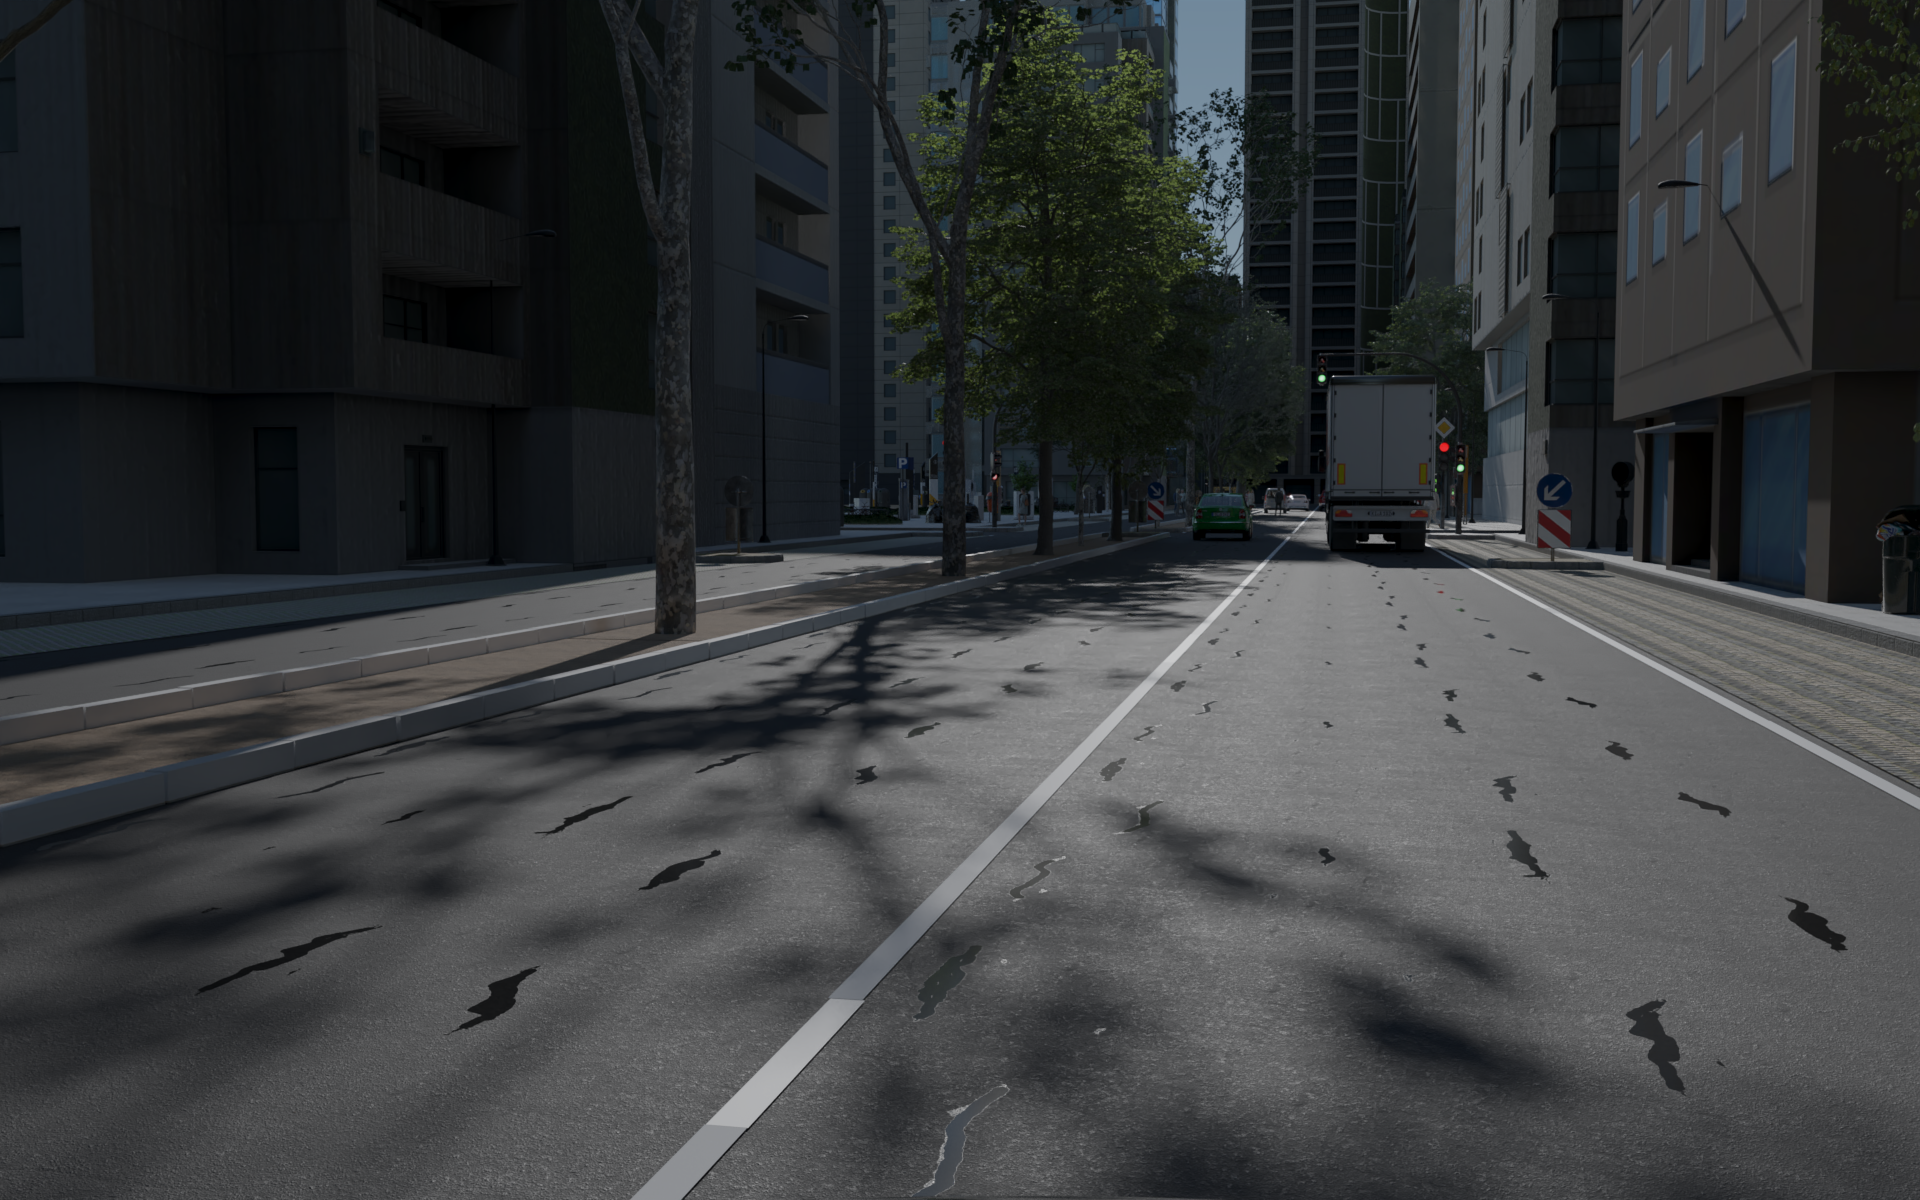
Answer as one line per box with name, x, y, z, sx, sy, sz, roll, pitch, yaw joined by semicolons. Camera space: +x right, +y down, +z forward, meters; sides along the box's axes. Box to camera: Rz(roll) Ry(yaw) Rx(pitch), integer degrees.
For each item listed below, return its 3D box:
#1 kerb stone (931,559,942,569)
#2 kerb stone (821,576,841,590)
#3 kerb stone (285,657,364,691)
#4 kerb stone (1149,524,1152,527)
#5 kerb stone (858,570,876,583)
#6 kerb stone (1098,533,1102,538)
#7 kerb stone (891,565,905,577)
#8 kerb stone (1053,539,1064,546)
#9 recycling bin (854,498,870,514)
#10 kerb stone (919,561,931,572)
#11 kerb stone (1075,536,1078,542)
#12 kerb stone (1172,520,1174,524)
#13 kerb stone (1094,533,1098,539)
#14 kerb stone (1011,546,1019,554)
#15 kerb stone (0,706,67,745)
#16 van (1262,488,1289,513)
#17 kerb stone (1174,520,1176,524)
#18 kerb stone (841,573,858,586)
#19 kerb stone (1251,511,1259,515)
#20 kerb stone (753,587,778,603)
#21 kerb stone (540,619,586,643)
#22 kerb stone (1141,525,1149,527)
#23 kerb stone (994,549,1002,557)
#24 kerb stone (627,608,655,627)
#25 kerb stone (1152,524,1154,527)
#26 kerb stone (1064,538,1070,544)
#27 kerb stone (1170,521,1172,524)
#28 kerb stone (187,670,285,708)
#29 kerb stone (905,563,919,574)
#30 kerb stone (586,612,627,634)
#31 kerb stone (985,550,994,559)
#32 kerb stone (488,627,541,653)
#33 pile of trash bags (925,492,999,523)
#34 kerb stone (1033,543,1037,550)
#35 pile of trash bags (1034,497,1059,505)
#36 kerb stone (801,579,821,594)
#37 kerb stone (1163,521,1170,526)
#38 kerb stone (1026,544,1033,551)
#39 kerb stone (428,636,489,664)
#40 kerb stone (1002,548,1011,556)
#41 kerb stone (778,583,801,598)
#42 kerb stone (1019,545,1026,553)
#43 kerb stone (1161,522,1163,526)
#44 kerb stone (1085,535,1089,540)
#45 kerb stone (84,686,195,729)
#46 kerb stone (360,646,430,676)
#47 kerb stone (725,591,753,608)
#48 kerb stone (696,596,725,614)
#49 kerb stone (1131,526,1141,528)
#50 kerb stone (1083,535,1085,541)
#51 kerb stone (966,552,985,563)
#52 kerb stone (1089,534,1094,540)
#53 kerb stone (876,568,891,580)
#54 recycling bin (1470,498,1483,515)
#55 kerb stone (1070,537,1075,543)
kerb stone;-0.531;-0.664;33.048;0.120;0.150;1.000;1;4;12
kerb stone;-2.030;-0.234;26.024;0.120;0.150;1.000;1;4;12
kerb stone;-4.817;0.570;12.982;0.120;0.150;1.000;1;4;12
kerb stone;7.727;-3.025;71.655;0.120;0.150;1.000;1;4;12
kerb stone;-1.595;-0.357;28.031;0.120;0.150;1.000;1;4;12
kerb stone;4.407;-2.074;56.109;0.120;0.150;1.000;1;4;12
kerb stone;-1.173;-0.479;30.031;0.120;0.150;1.000;1;4;12
kerb stone;2.687;-1.583;48.073;0.120;0.150;1.000;1;4;12
recycling bin;-5.902;-5.595;104.037;0.722;1.027;0.722;-2;4;-33
kerb stone;-0.751;-0.602;32.038;0.120;0.150;1.000;1;4;12
kerb stone;3.333;-1.765;51.083;0.120;0.150;1.000;1;4;12
kerb stone;9.870;-3.639;81.692;0.120;0.150;1.000;1;4;12
kerb stone;4.188;-2.013;55.101;0.120;0.150;1.000;1;4;12
kerb stone;1.188;-1.150;41.054;0.120;0.150;1.000;1;4;12
kerb stone;-5.455;0.747;9.982;0.120;0.150;1.000;1;4;12
van;23.704;-7.528;130.098;2.013;2.044;4.112;1;4;11
kerb stone;10.093;-3.700;82.690;0.120;0.150;1.000;1;4;12
kerb stone;-1.817;-0.290;27.032;0.120;0.150;1.000;1;4;12
kerb stone;21.360;-6.308;125.358;0.120;0.150;1.000;1;4;12
kerb stone;-2.673;-0.051;23.022;0.120;0.150;1.000;1;4;12
kerb stone;-3.962;0.318;16.997;0.120;0.150;1.000;1;4;12
kerb stone;7.515;-2.964;70.655;0.120;0.150;1.000;1;4;12
kerb stone;0.748;-1.031;39.051;0.120;0.150;1.000;1;4;12
kerb stone;-3.536;0.195;19.012;0.120;0.150;1.000;1;4;12
kerb stone;7.942;-3.087;72.663;0.120;0.150;1.000;1;4;12
kerb stone;2.904;-1.644;49.074;0.120;0.150;1.000;1;4;12
kerb stone;9.658;-3.577;80.683;0.120;0.150;1.000;1;4;12
kerb stone;-5.037;0.625;11.983;0.120;0.150;1.000;1;4;12
kerb stone;-0.954;-0.541;31.036;0.120;0.150;1.000;1;4;12
kerb stone;-3.746;0.256;18.008;0.120;0.150;1.000;1;4;12
kerb stone;0.544;-0.970;38.050;0.120;0.150;1.000;1;4;12
kerb stone;-4.171;0.382;15.993;0.120;0.150;1.000;1;4;12
pile of trash bags;0.266;-4.098;76.760;3.447;1.369;1.912;-2;4;-32
kerb stone;1.828;-1.337;44.066;0.120;0.150;1.000;1;4;12
pile of trash bags;6.642;-7.549;133.179;1.912;1.369;3.447;0;4;-4
kerb stone;-2.242;-0.173;25.025;0.120;0.150;1.000;1;4;12
kerb stone;9.446;-3.516;79.678;0.120;0.150;1.000;1;4;12
kerb stone;1.614;-1.276;43.059;0.120;0.150;1.000;1;4;12
kerb stone;-4.393;0.444;14.983;0.120;0.150;1.000;1;4;12
kerb stone;0.969;-1.092;40.049;0.120;0.150;1.000;1;4;12
kerb stone;-2.454;-0.112;24.025;0.120;0.150;1.000;1;4;12
kerb stone;1.399;-1.215;42.058;0.120;0.150;1.000;1;4;12
kerb stone;8.788;-3.332;76.674;0.120;0.150;1.000;1;4;12
kerb stone;3.761;-1.890;53.094;0.120;0.150;1.000;1;4;12
kerb stone;-5.242;0.692;10.982;0.120;0.150;1.000;1;4;12
kerb stone;-4.608;0.502;13.982;0.120;0.150;1.000;1;4;12
kerb stone;-2.883;0.011;22.009;0.120;0.150;1.000;1;4;12
kerb stone;-3.106;0.072;21.012;0.120;0.150;1.000;1;4;12
kerb stone;6.870;-2.780;67.646;0.120;0.150;1.000;1;4;12
kerb stone;3.547;-1.828;52.088;0.120;0.150;1.000;1;4;12
kerb stone;0.333;-0.907;37.050;0.120;0.150;1.000;1;4;12
kerb stone;3.972;-1.951;54.102;0.120;0.150;1.000;1;4;12
kerb stone;-1.384;-0.415;29.031;0.120;0.150;1.000;1;4;12
recycling bin;31.770;-5.736;106.337;0.722;1.027;0.722;0;4;6
kerb stone;3.114;-1.703;50.085;0.120;0.150;1.000;1;4;12
